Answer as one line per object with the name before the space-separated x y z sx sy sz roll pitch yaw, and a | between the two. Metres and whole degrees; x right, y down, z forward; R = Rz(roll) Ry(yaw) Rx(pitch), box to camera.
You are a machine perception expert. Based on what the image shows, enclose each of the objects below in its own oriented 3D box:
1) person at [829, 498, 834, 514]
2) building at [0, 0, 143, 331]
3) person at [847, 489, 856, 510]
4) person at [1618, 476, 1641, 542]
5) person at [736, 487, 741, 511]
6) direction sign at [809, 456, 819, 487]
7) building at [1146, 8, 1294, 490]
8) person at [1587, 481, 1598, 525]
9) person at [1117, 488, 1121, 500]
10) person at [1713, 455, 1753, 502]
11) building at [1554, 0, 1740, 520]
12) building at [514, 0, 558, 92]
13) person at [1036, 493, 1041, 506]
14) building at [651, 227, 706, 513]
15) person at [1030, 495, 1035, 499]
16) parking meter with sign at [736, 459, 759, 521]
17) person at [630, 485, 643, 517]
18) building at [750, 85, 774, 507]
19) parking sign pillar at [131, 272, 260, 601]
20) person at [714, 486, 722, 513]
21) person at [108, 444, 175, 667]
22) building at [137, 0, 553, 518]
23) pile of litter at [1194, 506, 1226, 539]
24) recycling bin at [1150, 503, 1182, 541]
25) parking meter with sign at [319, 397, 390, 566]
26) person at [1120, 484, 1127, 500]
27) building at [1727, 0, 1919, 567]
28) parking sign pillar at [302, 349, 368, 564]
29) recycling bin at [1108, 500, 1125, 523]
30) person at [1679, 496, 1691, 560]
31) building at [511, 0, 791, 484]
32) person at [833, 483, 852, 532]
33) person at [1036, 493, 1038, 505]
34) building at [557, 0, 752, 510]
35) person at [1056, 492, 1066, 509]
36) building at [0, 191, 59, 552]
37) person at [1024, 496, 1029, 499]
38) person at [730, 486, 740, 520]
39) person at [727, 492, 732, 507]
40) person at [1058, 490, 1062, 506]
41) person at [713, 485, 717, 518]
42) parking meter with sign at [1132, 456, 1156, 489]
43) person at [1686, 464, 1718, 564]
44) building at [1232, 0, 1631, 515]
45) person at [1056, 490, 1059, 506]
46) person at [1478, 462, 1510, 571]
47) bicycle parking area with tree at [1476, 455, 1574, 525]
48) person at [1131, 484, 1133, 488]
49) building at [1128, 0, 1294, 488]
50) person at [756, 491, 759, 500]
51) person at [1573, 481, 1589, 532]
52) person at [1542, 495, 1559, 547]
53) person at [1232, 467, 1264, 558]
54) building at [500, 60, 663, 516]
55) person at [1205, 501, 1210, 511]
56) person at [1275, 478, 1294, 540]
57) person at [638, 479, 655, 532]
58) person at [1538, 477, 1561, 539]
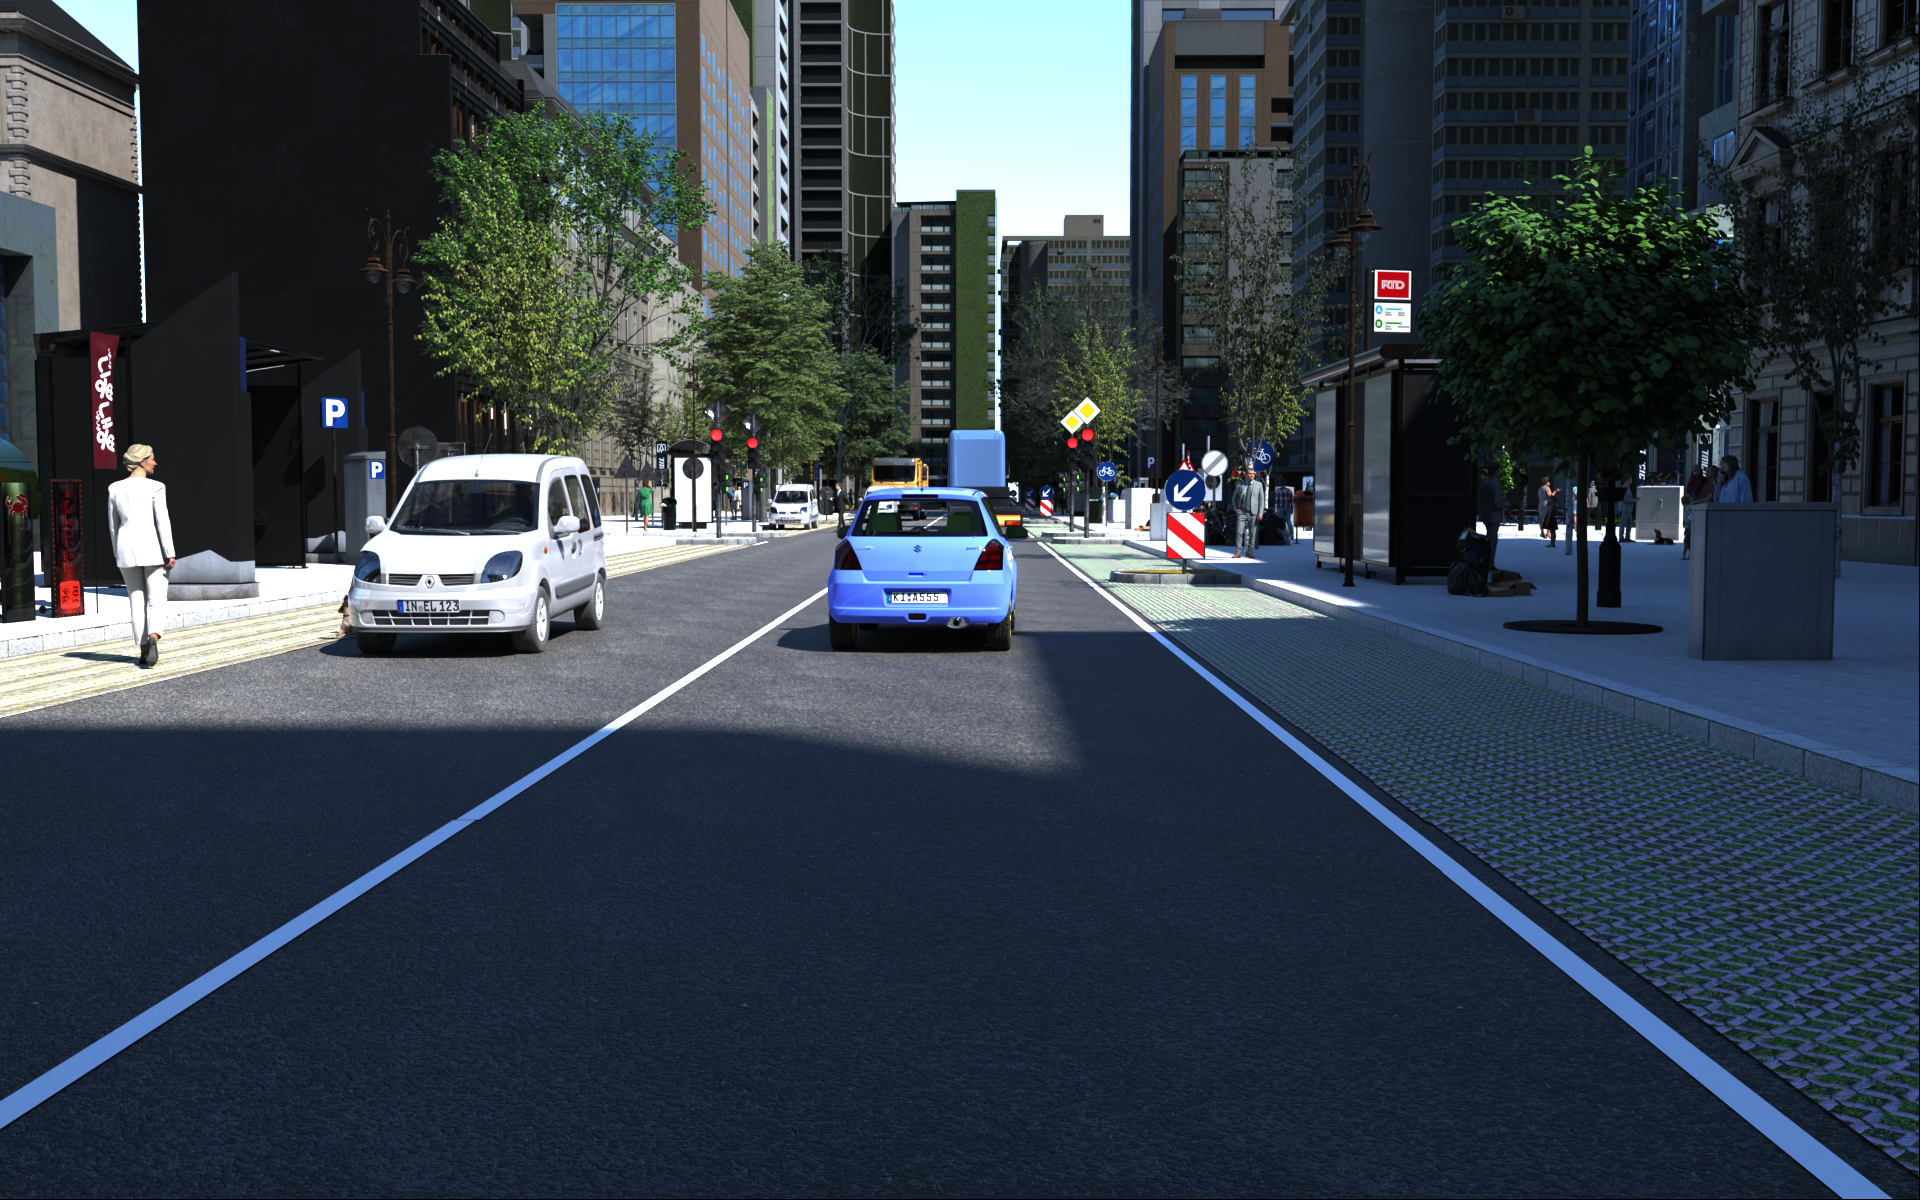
person | -8.462 -6.331 113.832 0.394 1.301 0.425 -2 4 -26
building | -46.873 -15.032 74.647 19.941 23.489 11.050 0 4 1
person | -9.010 -8.261 141.890 1.217 1.735 0.721 -3 4 -36
person | 17.748 -2.426 45.903 0.583 1.804 0.606 1 4 13
person | -16.549 -7.601 130.197 0.514 1.842 0.818 -3 4 -38
direction sign | -8.726 -6.814 103.401 0.379 3.537 0.876 2 4 33
building | 25.151 -31.302 161.905 14.600 45.320 14.200 0 4 1
person | 23.716 -3.583 65.026 0.661 1.777 0.834 -2 4 -30
person | 14.490 -9.280 157.635 0.709 1.838 0.599 -3 5 -40
person | 10.162 -1.000 22.654 0.793 1.790 0.793 -3 5 -43
building | 44.608 -46.728 76.668 31.000 86.520 22.319 0 4 1
building | -26.756 -30.004 140.674 14.600 45.320 14.200 0 4 1
person | 8.628 -11.107 187.276 0.705 1.869 1.348 3 5 39
building | -24.847 -16.524 124.915 10.420 20.320 16.860 0 4 1
person | 7.775 -11.226 190.292 1.217 1.736 0.721 -2 4 -35
parking meter with sign | -10.280 -5.402 84.576 0.543 3.016 1.738 1 4 20
person | -18.048 -5.556 96.659 0.755 1.850 0.659 1 4 23
building | -25.944 -29.693 169.082 14.154 41.232 14.086 0 4 1
parking sign pillar | -9.439 -2.009 21.318 1.447 3.967 1.447 0 4 3
person | -16.758 -6.910 118.936 0.836 1.842 0.656 0 4 2
person | -6.739 -0.360 14.265 0.514 1.842 0.818 -1 4 -19
building | -26.155 -15.096 76.495 12.332 23.373 15.834 0 4 1
pile of litter | 7.194 -2.149 49.109 1.719 0.858 1.176 0 4 4
recycling bin | 5.633 -2.129 47.369 0.722 1.027 0.722 2 4 25
parking meter with sign | -10.666 -2.125 31.006 1.738 3.016 0.543 2 4 33
person | 9.432 -5.648 98.271 0.514 1.842 0.818 -3 5 -40
building | 21.649 -10.069 29.257 10.561 19.102 19.286 0 4 1
parking sign pillar | -11.829 -2.694 32.526 1.447 3.967 1.447 0 4 3
recycling bin | 7.037 -3.947 77.090 0.722 1.027 0.722 -1 4 -12
person | 14.228 -1.415 33.862 0.332 1.250 0.352 -2 4 -35
building | -32.896 -39.446 186.945 28.212 58.520 21.231 0 4 1
person | -4.454 -3.412 64.060 0.755 1.850 0.659 -3 5 -41
person | 8.851 -11.846 200.447 0.721 1.743 1.217 3 4 37
building | -26.522 -30.871 154.846 14.600 45.320 14.200 0 4 1
person | 8.975 -8.816 150.316 1.348 1.807 0.705 0 4 -1
building | -35.951 -43.616 25.788 31.000 86.520 22.319 0 4 1
person | 7.913 -11.999 202.246 0.705 1.822 1.348 3 4 37
person | -11.168 -4.813 85.737 0.522 1.701 0.512 -1 4 -11
person | -18.401 -7.919 138.755 0.697 1.427 0.421 2 4 33
person | 10.631 -10.822 183.083 1.348 1.812 0.705 3 5 41
person | -13.147 -5.285 92.797 0.601 1.785 0.444 -1 4 -20
parking meter with sign | 8.291 -5.112 79.834 1.738 3.016 0.543 -3 5 -43
person | 13.649 -1.580 31.845 0.580 1.828 0.573 1 4 22
building | 35.236 -25.829 114.182 32.217 40.220 23.993 0 4 1
person | 9.989 -10.643 180.146 0.705 1.814 1.350 2 4 26
person | 8.744 -1.343 28.194 0.583 1.804 0.606 -1 4 -12
bicycle parking area with tree | 22.358 -5.393 75.181 9.016 4.147 8.231 1 4 17
person | 10.652 -6.218 107.071 0.474 1.900 0.648 -2 4 -32
building | 28.461 -39.193 182.809 21.231 58.520 28.212 0 4 1
person | -11.472 -5.496 95.871 0.822 1.834 0.622 1 4 13
person | 21.078 -3.228 58.915 0.616 1.811 0.778 1 4 20
person | 14.228 -1.899 41.755 0.373 1.253 0.362 3 4 37
person | 5.756 -1.744 34.651 0.635 1.810 0.391 0 4 5
building | -27.759 -16.339 100.422 16.112 22.955 30.059 0 4 1
person | 11.022 -4.254 76.273 0.598 1.740 0.731 -1 4 -18
person | 9.135 -2.562 48.777 0.563 1.720 0.643 0 4 -8
person | -10.772 -3.244 59.328 0.600 1.795 0.529 0 4 4
person | 16.980 -2.658 49.857 0.532 1.782 0.716 -1 4 -14
